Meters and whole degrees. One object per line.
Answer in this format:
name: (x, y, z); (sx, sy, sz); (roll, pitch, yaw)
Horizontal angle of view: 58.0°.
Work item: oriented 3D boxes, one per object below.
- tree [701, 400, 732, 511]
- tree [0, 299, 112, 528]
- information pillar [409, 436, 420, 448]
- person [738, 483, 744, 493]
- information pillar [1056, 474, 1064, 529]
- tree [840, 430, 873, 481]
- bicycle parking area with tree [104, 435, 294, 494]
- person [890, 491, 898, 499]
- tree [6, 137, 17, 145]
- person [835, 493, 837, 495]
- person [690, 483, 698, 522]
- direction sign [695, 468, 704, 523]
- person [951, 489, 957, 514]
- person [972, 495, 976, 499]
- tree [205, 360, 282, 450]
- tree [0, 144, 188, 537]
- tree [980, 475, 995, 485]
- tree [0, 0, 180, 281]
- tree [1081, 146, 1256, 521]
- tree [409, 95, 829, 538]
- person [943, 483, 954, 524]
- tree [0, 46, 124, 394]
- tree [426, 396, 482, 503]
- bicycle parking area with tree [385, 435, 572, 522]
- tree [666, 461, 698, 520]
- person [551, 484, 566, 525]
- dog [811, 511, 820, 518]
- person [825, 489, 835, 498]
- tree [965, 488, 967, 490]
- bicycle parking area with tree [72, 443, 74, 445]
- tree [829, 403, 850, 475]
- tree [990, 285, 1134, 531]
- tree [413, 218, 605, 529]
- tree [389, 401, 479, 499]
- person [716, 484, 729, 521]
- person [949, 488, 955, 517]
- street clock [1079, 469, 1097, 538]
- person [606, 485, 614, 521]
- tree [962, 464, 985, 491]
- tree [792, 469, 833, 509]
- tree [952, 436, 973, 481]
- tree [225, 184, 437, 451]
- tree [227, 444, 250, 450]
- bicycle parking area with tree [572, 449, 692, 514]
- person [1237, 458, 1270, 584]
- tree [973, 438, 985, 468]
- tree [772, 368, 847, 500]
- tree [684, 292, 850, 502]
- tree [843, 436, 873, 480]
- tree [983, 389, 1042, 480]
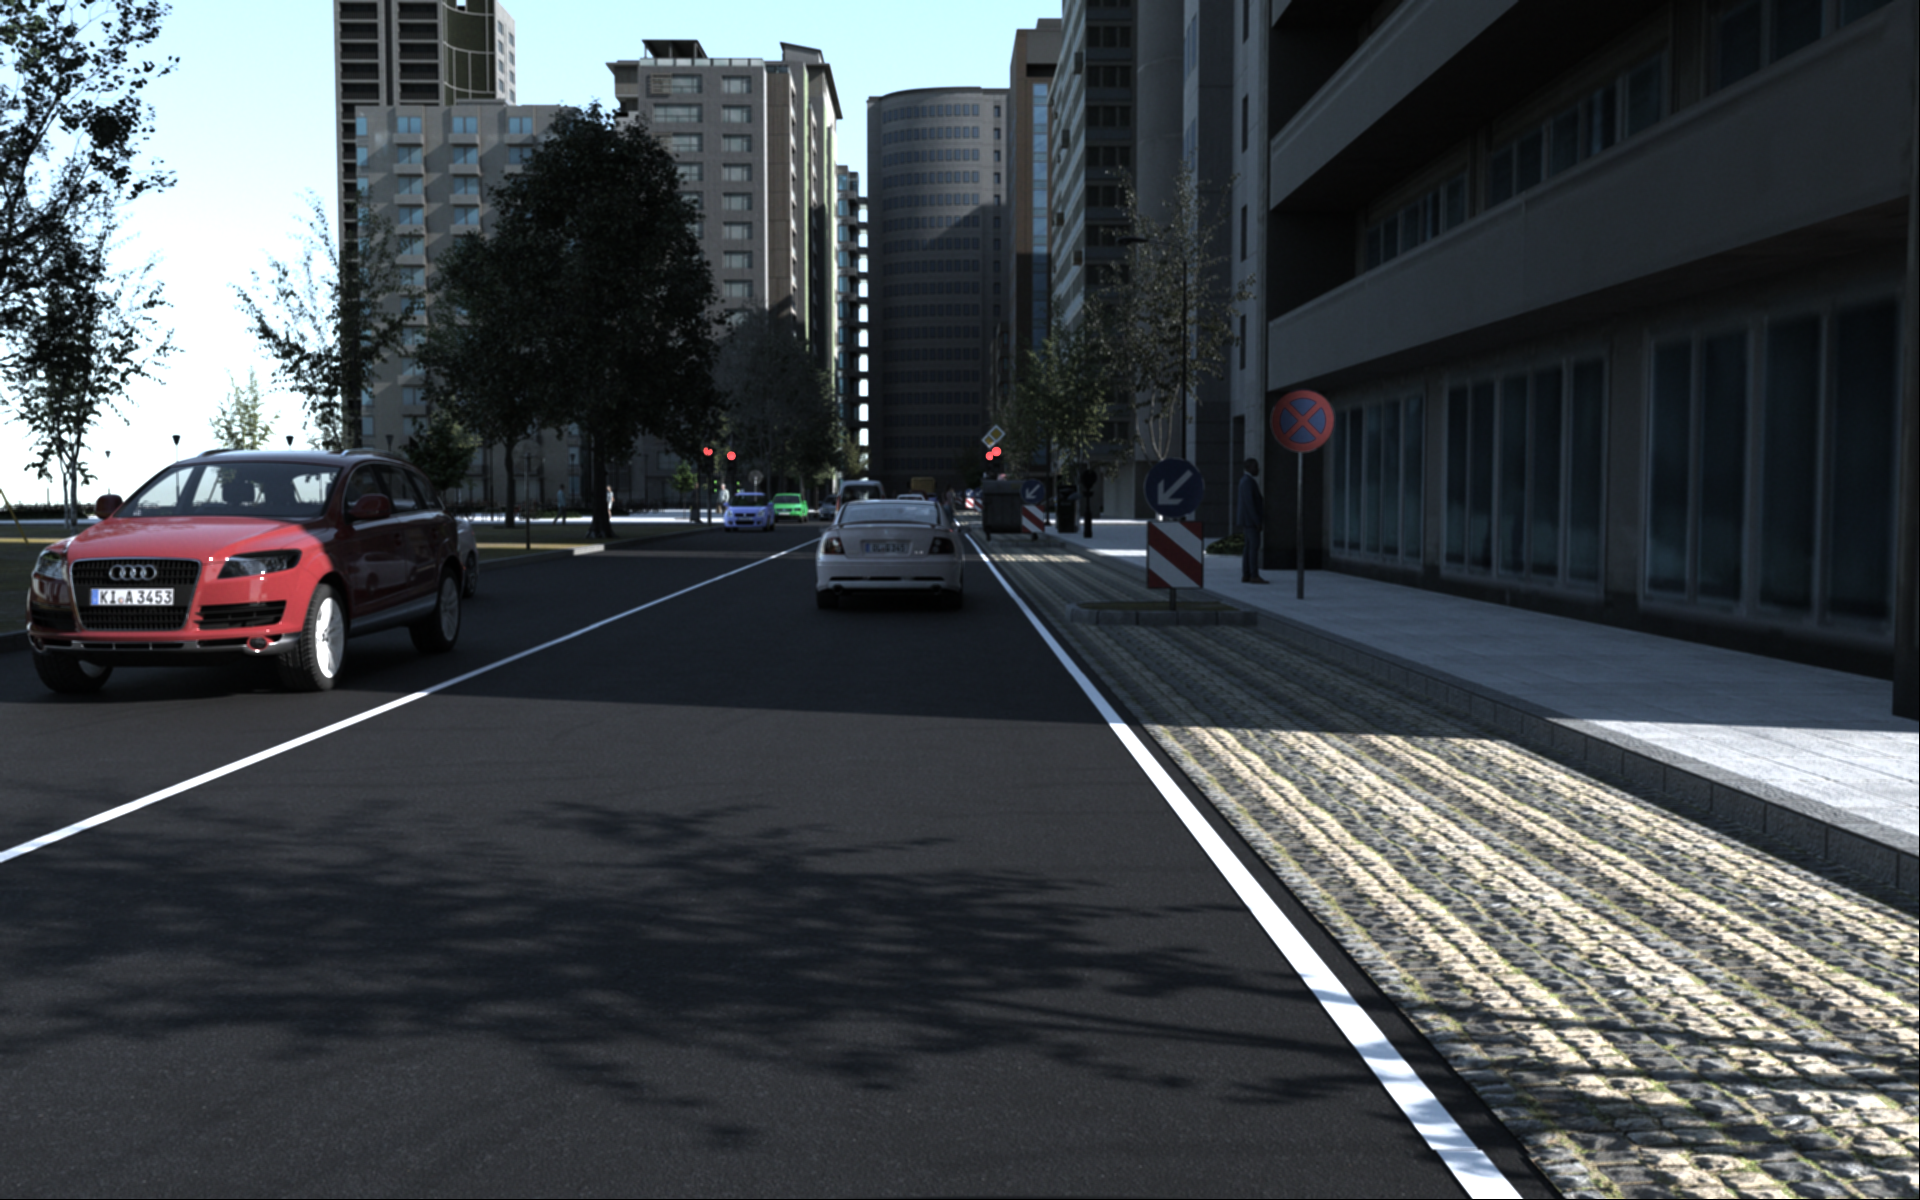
tree: (-17.890, -10.921, 128.915); (4.737, 8.622, 4.395); (0, 3, 0)
tree: (-33.669, -6.997, 64.766); (4.737, 8.622, 4.395); (0, 3, 0)
information pillar: (-21.842, -4.781, 69.519); (0.504, 3.616, 0.183); (-1, 4, -12)
person: (-11.087, -4.985, 87.578); (0.654, 1.822, 0.581); (-2, 4, -31)
information pillar: (3.706, -3.637, 63.964); (0.304, 2.012, 0.304); (1, 4, 15)
tree: (-12.190, -15.179, 198.531); (4.737, 8.622, 4.395); (0, 3, 0)
bicycle parking area with tree: (-35.360, -5.947, 84.236); (8.231, 4.147, 9.016); (0, 4, 2)
person: (-6.089, -9.280, 160.779); (0.990, 1.755, 0.434); (1, 4, 12)
tree: (-13.873, -4.366, 21.753); (4.360, 8.622, 3.978); (0, 3, 0)
person: (-13.528, -11.082, 190.458); (0.599, 1.433, 0.991); (0, 4, -4)
person: (-12.210, -4.485, 79.591); (0.699, 1.804, 1.509); (0, 4, 4)
direction sign: (-11.577, -5.186, 76.785); (0.379, 3.537, 0.876); (0, 4, -4)
person: (-0.576, -6.970, 122.554); (0.767, 1.812, 0.694); (0, 4, -3)
person: (1.722, -12.830, 216.485); (0.551, 1.740, 0.621); (-3, 5, -42)
tree: (-39.530, -8.885, 95.627); (4.737, 8.622, 4.395); (0, 3, 0)
tree: (-20.037, -5.437, 39.258); (4.360, 8.622, 3.978); (0, 3, 0)
tree: (2.716, -9.178, 144.661); (1.663, 3.219, 1.824); (0, 3, 0)
tree: (-30.079, -12.037, 52.702); (12.611, 20.169, 13.585); (0, 3, 0)
tree: (4.374, -5.337, 37.627); (4.360, 8.622, 3.978); (0, 3, 0)
tree: (-10.589, -8.154, 50.327); (9.611, 12.733, 9.660); (0, 3, 0)
person: (-0.414, -3.393, 63.983); (0.388, 1.821, 0.555); (-3, 5, -42)
tree: (-18.631, -5.887, 30.663); (7.601, 10.594, 8.767); (-1, 4, -19)
tree: (-35.642, -10.549, 122.831); (4.737, 8.622, 4.395); (0, 3, 0)
bicycle parking area with tree: (-25.045, -5.924, 83.862); (8.231, 4.147, 9.016); (1, 4, 22)
tree: (-14.050, -5.678, 87.436); (1.663, 3.219, 1.824); (0, 3, 0)
person: (-16.452, -3.847, 71.267); (0.748, 1.841, 0.638); (0, 4, -4)
dog: (-8.592, -5.090, 103.408); (0.550, 0.427, 0.748); (-1, 4, -21)
person: (-12.023, -9.482, 161.857); (1.217, 1.735, 0.721); (1, 4, 18)
tree: (1.629, -14.108, 225.273); (1.663, 3.219, 1.824); (0, 3, 0)
bicycle parking area with tree: (-50.960, -6.621, 95.259); (9.016, 4.147, 8.231); (2, 4, 31)
tree: (-12.183, -12.366, 119.193); (9.611, 12.733, 9.660); (0, 3, 0)
tree: (3.879, -6.728, 60.371); (4.737, 8.622, 4.395); (0, 3, 0)
tree: (-16.755, -8.485, 64.481); (9.928, 11.665, 9.643); (0, 3, 0)
tree: (-10.786, -2.542, 36.169); (1.663, 3.219, 1.824); (0, 3, 0)
person: (-11.363, -4.687, 83.154); (0.782, 1.767, 0.515); (3, 4, 36)
person: (-0.638, -5.977, 106.106); (0.818, 1.842, 0.514); (0, 4, 0)
street clock: (3.744, -2.818, 50.646); (0.471, 2.002, 0.358); (-1, 4, -21)
person: (-16.640, -4.590, 82.089); (0.512, 1.701, 0.522); (3, 5, 43)
tree: (1.855, -12.463, 187.485); (4.285, 4.588, 4.351); (0, 3, 0)
tree: (-12.444, -10.016, 147.477); (4.285, 4.588, 4.351); (0, 3, 0)
tree: (1.083, -16.410, 218.665); (4.737, 8.622, 4.395); (0, 3, 0)
tree: (-14.478, -5.509, 40.441); (4.360, 8.622, 3.978); (0, 3, 0)
tree: (-43.277, -7.355, 103.961); (4.285, 4.588, 4.351); (0, 3, 0)
bicycle parking area with tree: (-23.798, -7.784, 114.263); (9.016, 4.147, 8.231); (1, 4, 23)
person: (4.206, -1.150, 25.030); (0.419, 1.800, 0.721); (0, 4, -3)
tree: (3.495, -8.742, 93.291); (4.737, 8.622, 4.395); (0, 3, 0)
tree: (-12.905, -13.429, 137.690); (7.486, 12.596, 7.792); (0, 3, 0)
tree: (-11.805, -11.967, 106.032); (12.009, 13.543, 11.850); (0, 3, 0)
tree: (-12.585, -16.074, 213.169); (4.360, 8.622, 3.978); (0, 3, 0)
tree: (3.503, -10.456, 121.316); (4.360, 8.622, 3.978); (0, 3, 0)
